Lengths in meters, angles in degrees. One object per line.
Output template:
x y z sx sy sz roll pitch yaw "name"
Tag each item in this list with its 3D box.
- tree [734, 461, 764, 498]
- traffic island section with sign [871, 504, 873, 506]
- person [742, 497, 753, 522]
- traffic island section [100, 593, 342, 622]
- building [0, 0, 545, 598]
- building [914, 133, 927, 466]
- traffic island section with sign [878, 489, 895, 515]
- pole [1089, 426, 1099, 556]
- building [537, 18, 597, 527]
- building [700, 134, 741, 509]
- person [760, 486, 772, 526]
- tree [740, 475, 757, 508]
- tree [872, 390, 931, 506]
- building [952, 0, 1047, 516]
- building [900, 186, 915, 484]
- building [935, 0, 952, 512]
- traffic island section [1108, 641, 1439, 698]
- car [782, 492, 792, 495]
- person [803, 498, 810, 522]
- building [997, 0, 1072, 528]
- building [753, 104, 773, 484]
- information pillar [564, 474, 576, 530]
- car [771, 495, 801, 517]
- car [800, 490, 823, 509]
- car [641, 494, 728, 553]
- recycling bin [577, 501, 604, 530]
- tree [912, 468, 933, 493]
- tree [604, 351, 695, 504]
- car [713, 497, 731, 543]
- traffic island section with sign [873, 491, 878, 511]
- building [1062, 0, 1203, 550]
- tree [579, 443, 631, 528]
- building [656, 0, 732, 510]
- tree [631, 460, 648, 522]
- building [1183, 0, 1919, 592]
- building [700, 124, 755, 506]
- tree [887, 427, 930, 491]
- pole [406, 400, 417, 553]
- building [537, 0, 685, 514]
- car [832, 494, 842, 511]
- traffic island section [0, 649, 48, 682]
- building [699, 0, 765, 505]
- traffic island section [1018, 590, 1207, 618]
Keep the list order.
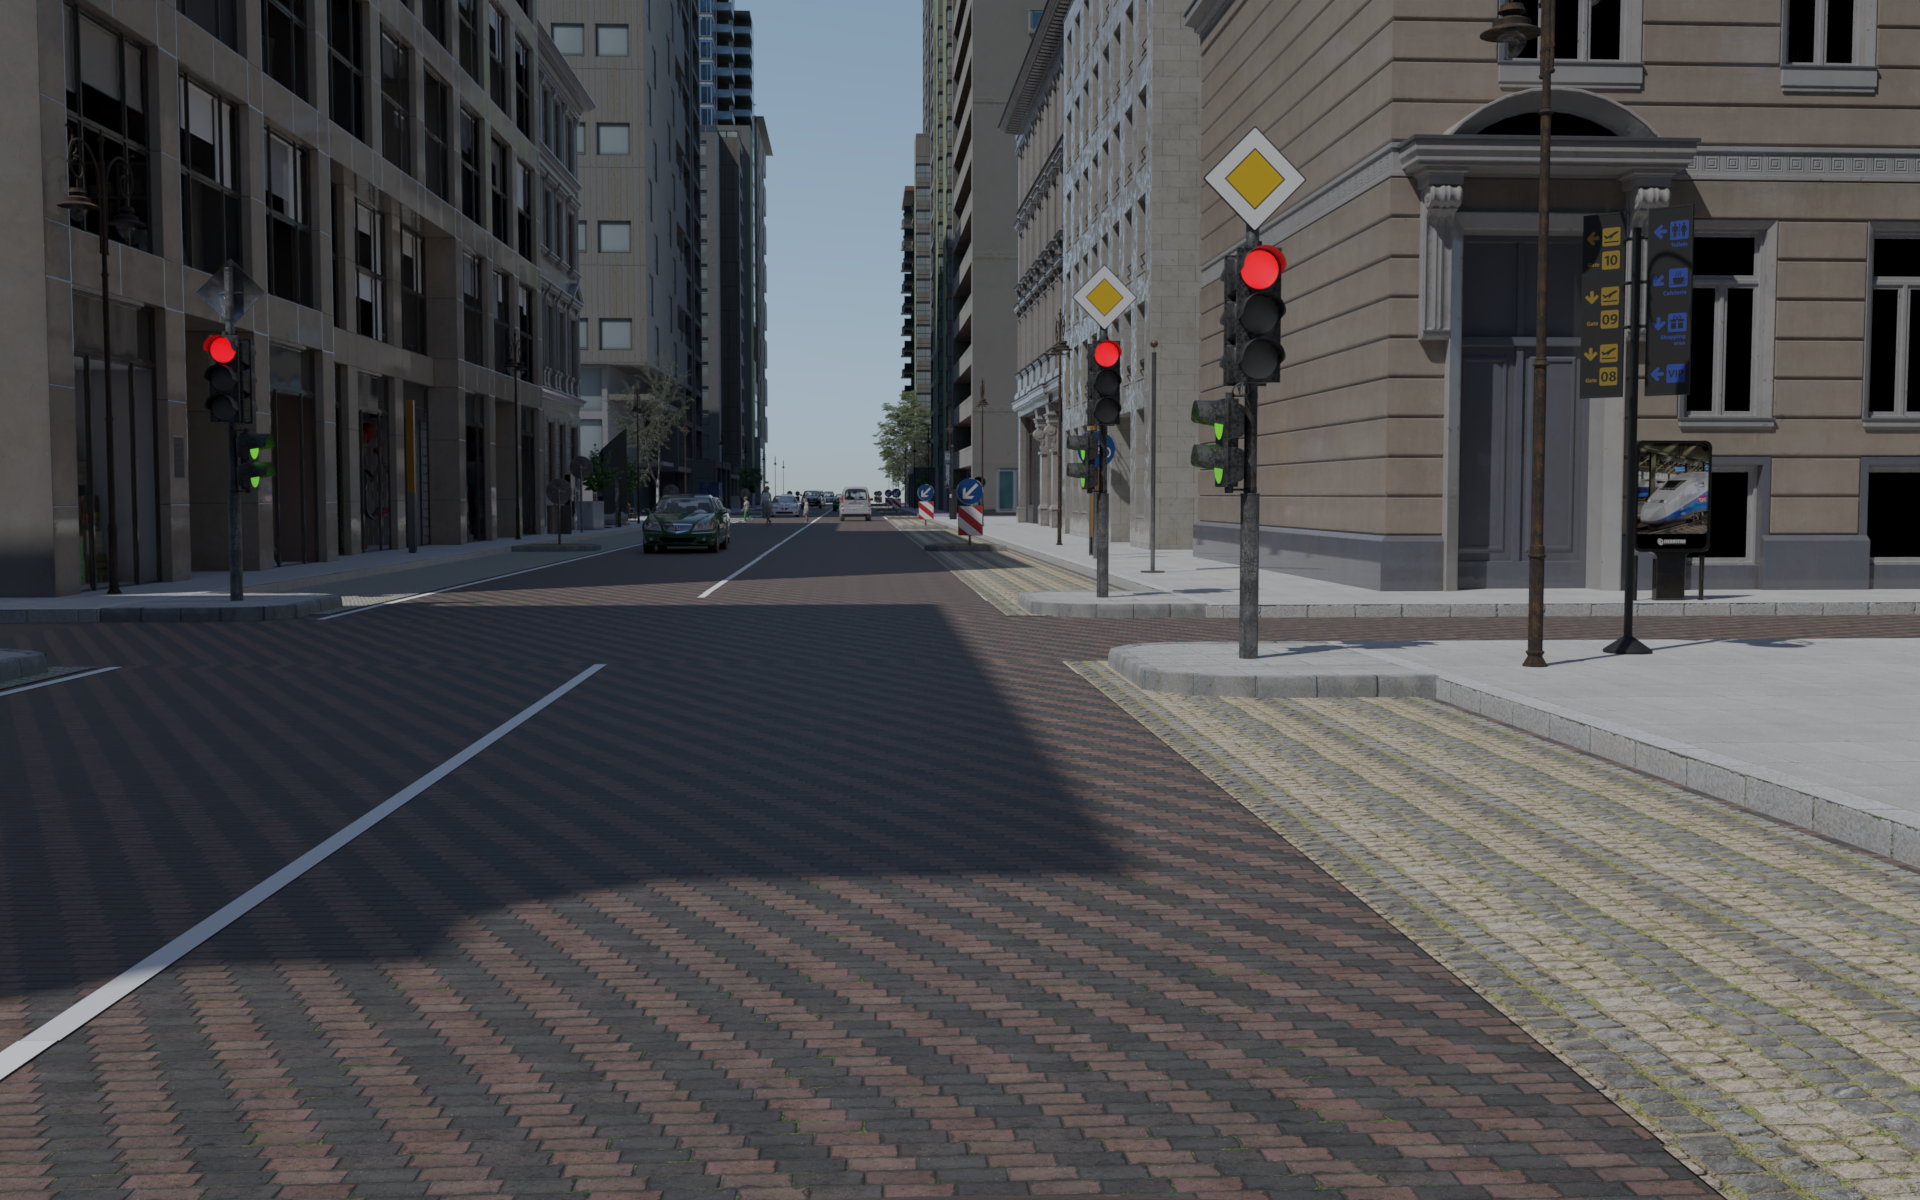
-21.060 -11.525 172.153 4.285 4.588 4.351 0 3 0 "tree"
-9.587 -11.910 203.349 1.989 1.847 2.006 0 4 -3 "traffic island section with sign"
-10.744 -4.575 87.548 0.590 1.304 0.306 1 4 14 "person"
-8.731 0.086 20.871 2.009 0.180 2.903 0 4 -3 "traffic island section"
-21.828 -14.222 37.039 19.350 26.468 34.151 0 4 -3 "building"
1.722 -31.567 199.713 14.154 41.232 14.086 0 4 -3 "building"
-4.526 -6.815 120.058 1.989 1.847 2.006 0 4 -3 "traffic island section with sign"
2.802 -2.584 36.093 0.158 3.312 0.155 0 3 0 "pole"
-20.940 -13.988 64.861 11.583 22.565 21.152 0 4 -3 "building"
-36.456 -28.330 155.080 32.217 40.220 23.993 0 4 -3 "building"
-8.651 -4.224 77.794 0.478 1.798 0.641 2 4 32 "person"
-19.225 -10.116 159.999 1.663 3.219 1.824 0 3 0 "tree"
-5.756 -16.546 188.652 7.486 12.596 7.792 0 3 0 "tree"
10.720 -29.813 111.145 21.300 48.544 21.600 0 4 -3 "building"
2.951 -35.911 241.765 22.147 44.769 28.867 0 4 -3 "building"
4.878 -28.126 143.460 14.154 41.232 14.086 0 4 -3 "building"
2.275 0.535 13.533 2.009 0.180 2.903 0 4 -3 "traffic island section"
-18.409 -10.674 184.303 2.009 1.686 4.222 0 4 -4 "car"
-7.710 -4.522 87.442 0.382 1.210 0.505 -1 4 -22 "person"
7.045 -13.797 76.492 10.553 20.767 40.483 0 4 -3 "building"
-40.425 -39.634 237.248 28.713 52.752 27.495 0 4 -3 "building"
-14.031 -3.532 62.247 0.304 2.012 0.304 1 4 16 "information pillar"
-10.922 -5.839 107.823 2.083 1.381 4.827 0 4 -5 "car"
-14.548 -9.858 169.852 2.281 1.827 5.304 0 4 -4 "car"
-6.887 -1.951 43.690 2.131 1.459 4.920 0 4 -3 "car"
-13.280 -3.039 62.237 0.722 1.027 0.722 1 4 21 "recycling bin"
-2.487 -8.133 127.569 1.663 3.219 1.824 0 3 0 "tree"
-15.600 -8.413 87.916 4.360 8.622 3.978 0 3 0 "tree"
-7.599 -2.284 49.706 2.083 1.381 4.827 0 4 -5 "car"
-6.215 -8.510 147.767 1.989 1.847 2.006 0 4 -3 "traffic island section with sign"
9.031 -11.817 47.956 10.420 20.320 16.860 0 4 -3 "building"
-13.790 -4.329 65.389 1.663 3.219 1.824 0 3 0 "tree"
-28.316 -42.433 132.038 20.563 71.187 20.611 0 4 -3 "building"
-15.391 -5.279 80.917 1.663 3.219 1.824 0 3 0 "tree"
14.860 -14.850 28.707 20.117 28.700 13.634 0 4 -3 "building"
-29.626 -30.750 186.362 14.154 41.232 14.086 0 4 -3 "building"
-5.247 -14.164 181.937 4.360 8.622 3.978 0 3 0 "tree"
-11.905 -2.676 37.591 0.158 3.312 0.155 0 3 0 "pole"
-31.744 -31.749 108.342 28.713 52.752 27.495 0 4 -3 "building"
-9.701 -8.310 144.670 1.959 1.807 4.718 0 4 -2 "car"
-8.247 0.574 12.900 2.009 0.180 2.903 0 4 -3 "traffic island section"
-34.534 -54.719 207.328 22.319 86.520 31.000 0 4 -3 "building"
1.791 0.048 21.503 2.009 0.180 2.903 0 4 -3 "traffic island section"
